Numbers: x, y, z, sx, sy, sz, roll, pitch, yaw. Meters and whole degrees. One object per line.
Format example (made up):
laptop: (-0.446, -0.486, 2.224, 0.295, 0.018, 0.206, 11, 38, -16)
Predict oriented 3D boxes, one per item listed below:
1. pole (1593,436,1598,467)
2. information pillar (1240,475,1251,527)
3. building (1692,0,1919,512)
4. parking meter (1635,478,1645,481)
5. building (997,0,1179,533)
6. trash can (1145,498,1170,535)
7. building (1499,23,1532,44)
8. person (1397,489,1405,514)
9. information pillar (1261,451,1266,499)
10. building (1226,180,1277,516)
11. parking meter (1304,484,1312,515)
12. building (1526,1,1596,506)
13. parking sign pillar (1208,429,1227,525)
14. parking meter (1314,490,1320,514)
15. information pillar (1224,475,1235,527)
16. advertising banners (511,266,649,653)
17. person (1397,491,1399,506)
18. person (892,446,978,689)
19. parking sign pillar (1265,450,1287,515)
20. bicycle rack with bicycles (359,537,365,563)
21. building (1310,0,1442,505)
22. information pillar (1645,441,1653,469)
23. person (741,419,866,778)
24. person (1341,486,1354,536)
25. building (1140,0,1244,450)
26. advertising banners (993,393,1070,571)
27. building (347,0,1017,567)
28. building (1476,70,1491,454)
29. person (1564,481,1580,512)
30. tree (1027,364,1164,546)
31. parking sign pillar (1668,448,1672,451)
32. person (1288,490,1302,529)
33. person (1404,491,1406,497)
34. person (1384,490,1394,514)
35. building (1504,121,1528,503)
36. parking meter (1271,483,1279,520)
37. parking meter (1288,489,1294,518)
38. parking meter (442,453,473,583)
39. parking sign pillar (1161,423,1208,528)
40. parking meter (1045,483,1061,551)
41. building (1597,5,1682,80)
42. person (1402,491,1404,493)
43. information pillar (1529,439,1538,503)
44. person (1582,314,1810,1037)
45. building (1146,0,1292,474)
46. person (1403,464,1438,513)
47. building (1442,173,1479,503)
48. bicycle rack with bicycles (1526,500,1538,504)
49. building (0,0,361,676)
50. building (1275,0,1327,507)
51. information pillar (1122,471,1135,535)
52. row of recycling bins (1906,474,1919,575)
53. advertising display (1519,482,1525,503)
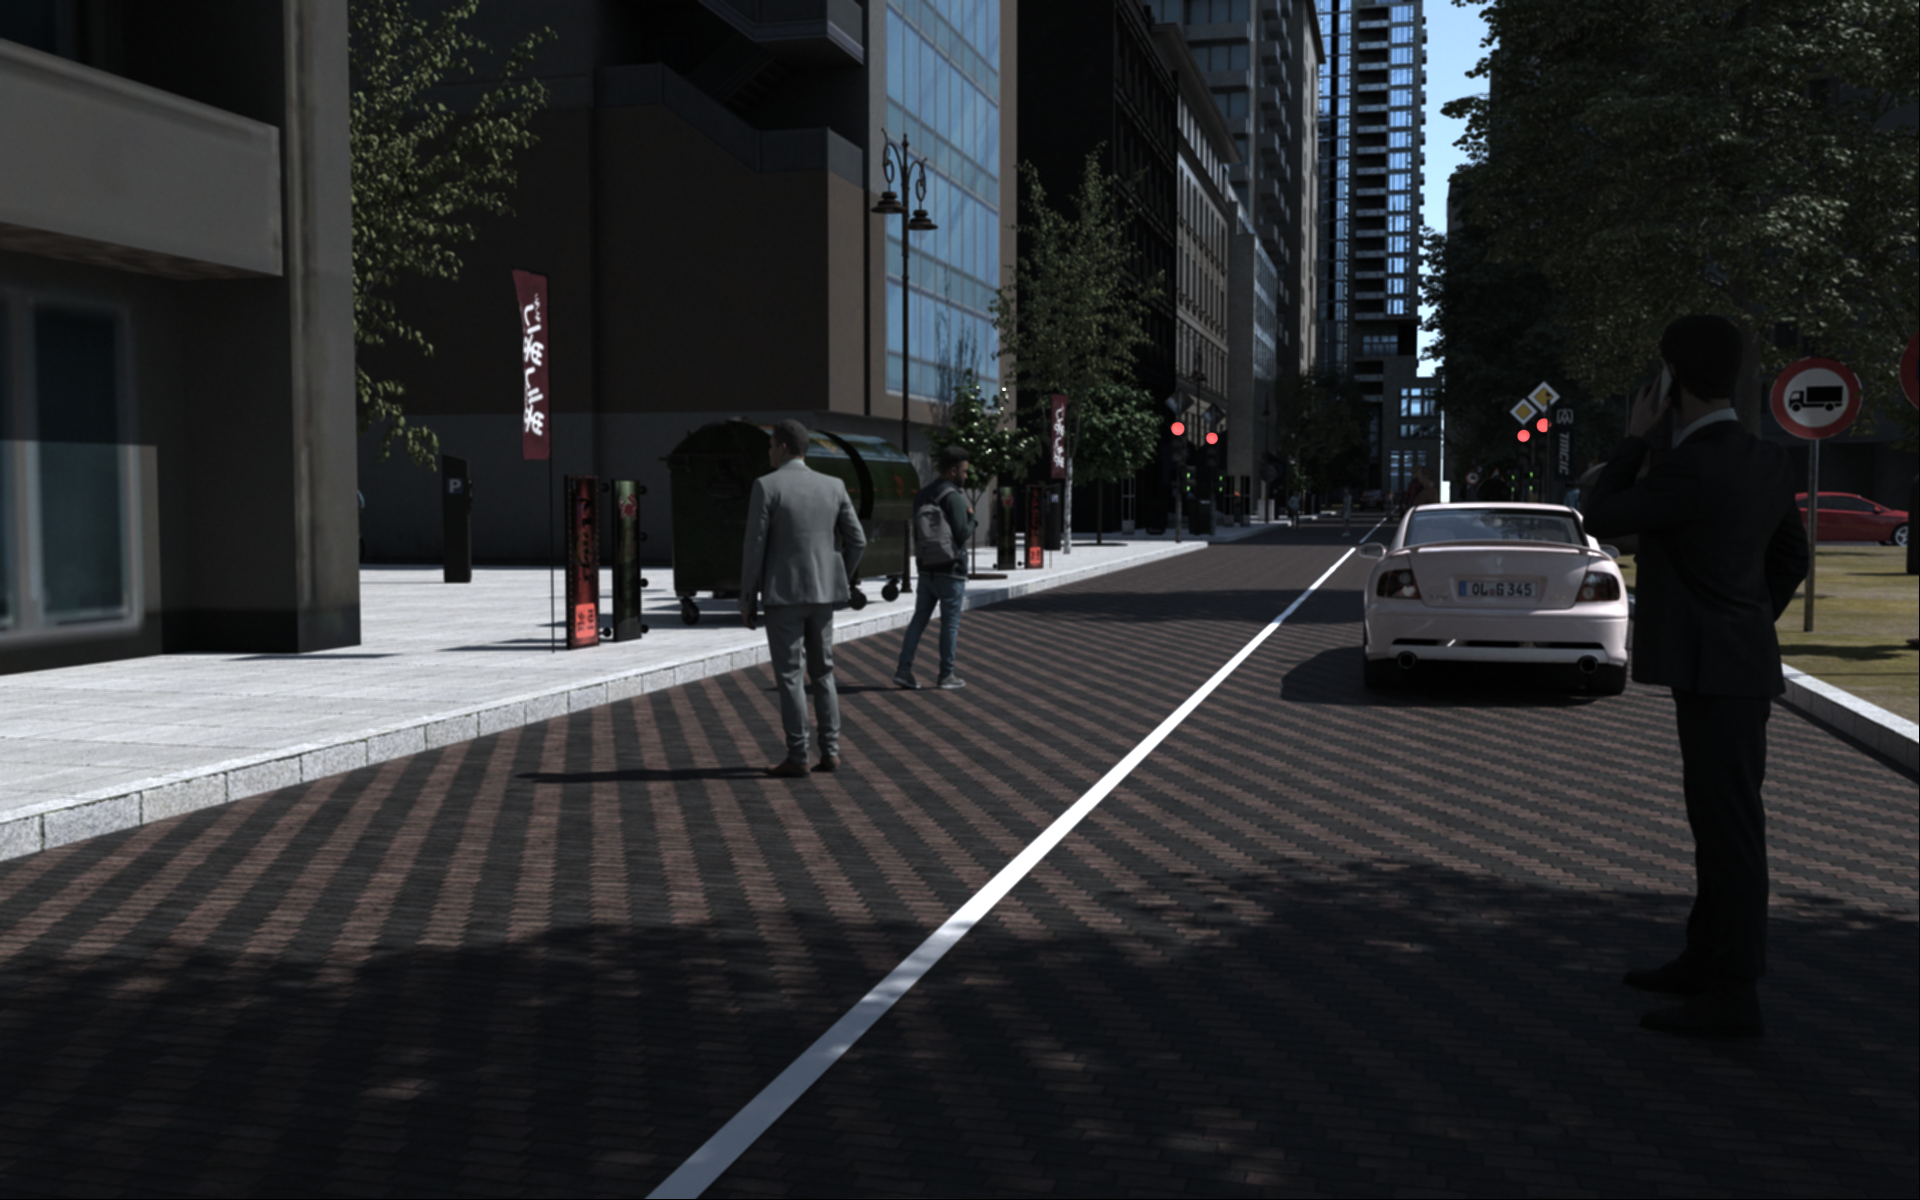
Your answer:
pole: (22.467, -4.124, 61.267, 0.158, 3.312, 0.155, 0, 3, 0)
information pillar: (11.217, -3.888, 68.058, 0.304, 2.012, 0.304, -1, 4, -18)
building: (39.345, -22.579, 61.045, 23.993, 40.220, 32.217, 1, 4, 15)
parking meter: (16.526, -2.224, 42.072, 0.255, 1.863, 0.399, 1, 4, 17)
building: (1.013, -14.411, 65.297, 12.332, 23.373, 15.834, 1, 4, 15)
trash can: (6.141, -2.610, 54.320, 0.748, 1.137, 0.748, 0, 3, 0)
building: (52.863, -28.379, 147.583, 14.154, 41.232, 14.086, 1, 4, 15)
person: (32.132, -7.170, 126.179, 0.683, 1.767, 0.568, 2, 4, 34)
information pillar: (16.561, -6.289, 94.186, 0.183, 3.616, 0.504, -2, 4, -27)
building: (14.318, -15.669, 110.945, 10.420, 20.320, 16.860, 1, 4, 15)
parking meter: (21.050, -6.054, 104.701, 0.399, 1.863, 0.255, -1, 4, -17)
building: (43.914, -28.142, 110.240, 14.600, 45.320, 14.200, 1, 4, 15)
parking sign pillar: (10.371, -5.089, 71.683, 1.447, 3.967, 1.447, 0, 4, -4)
parking meter: (23.245, -6.379, 112.706, 0.372, 1.533, 0.369, 0, 3, 0)
information pillar: (10.540, -3.872, 67.796, 0.304, 2.012, 0.304, 2, 4, 34)
advertising banners: (-3.130, -1.113, 14.378, 0.090, 3.025, 2.074, 1, 4, 18)
person: (47.993, -11.016, 189.280, 0.621, 1.740, 0.551, -3, 4, -37)
person: (-0.137, -0.237, 12.723, 0.623, 1.781, 0.721, 3, 4, 36)
parking sign pillar: (19.248, -7.166, 105.632, 1.447, 3.967, 1.447, 1, 4, 18)
bicycle rack with bicycles: (-11.707, -1.004, 29.804, 2.925, 0.926, 2.852, -3, 5, -40)
building: (45.710, -55.535, 220.668, 31.000, 86.520, 22.319, 1, 4, 15)
information pillar: (29.483, -5.066, 74.181, 0.183, 3.616, 0.504, 0, 4, -6)
person: (-0.813, -0.014, 8.831, 0.635, 1.810, 0.391, -3, 5, -41)
person: (13.262, -3.049, 59.361, 0.522, 1.701, 0.512, 0, 4, -7)
building: (4.914, -15.613, 88.552, 16.112, 22.955, 30.059, 1, 4, 15)
advertising banners: (1.248, -2.044, 29.613, 0.090, 3.025, 2.074, 3, 5, 40)
building: (-7.213, -23.654, 36.858, 14.200, 45.320, 14.600, 1, 4, 15)
building: (56.209, -29.214, 161.241, 14.154, 41.232, 14.086, 1, 4, 15)
person: (16.369, -2.278, 46.094, 0.601, 1.785, 0.444, 2, 4, 31)
tree: (3.396, -3.637, 43.178, 4.285, 4.588, 4.351, 0, 3, 0)
parking sign pillar: (34.158, -5.767, 82.767, 1.447, 3.967, 1.447, -3, 5, -44)
person: (13.682, -3.698, 70.777, 0.589, 1.601, 0.330, -1, 4, -23)
person: (44.143, -9.941, 171.713, 1.217, 1.739, 0.721, 1, 4, 19)
person: (30.135, -6.895, 121.828, 0.593, 1.750, 0.643, -1, 4, -13)
building: (49.536, -22.161, 134.040, 14.160, 30.474, 14.107, 1, 4, 15)
parking meter: (15.722, -4.940, 86.473, 0.399, 1.863, 0.255, 0, 4, 8)
parking meter: (17.960, -5.230, 93.922, 0.372, 1.533, 0.369, 0, 3, 0)
parking meter: (-7.249, -1.180, 25.010, 0.399, 1.863, 0.255, 0, 4, -7)
parking sign pillar: (8.254, -4.705, 65.394, 1.447, 3.967, 1.447, 3, 5, 39)
parking meter: (2.111, -1.894, 39.375, 0.372, 1.533, 0.369, 0, 3, 0)
building: (39.774, -19.402, 88.920, 14.160, 30.474, 14.107, 1, 4, 15)
person: (48.899, -11.152, 190.923, 0.705, 1.812, 1.348, 0, 4, -6)
information pillar: (20.600, -4.332, 62.190, 0.183, 3.616, 0.504, 0, 4, 4)
person: (1.971, 0.195, 4.681, 0.474, 1.900, 0.648, 3, 4, 38)
building: (15.514, -32.062, 143.817, 23.786, 49.044, 30.456, 1, 4, 15)
person: (6.109, -0.882, 22.897, 0.573, 1.828, 0.580, -2, 4, -26)
building: (66.663, -32.327, 212.142, 14.086, 41.232, 14.154, 1, 4, 15)
bicycle rack with bicycles: (33.031, -5.235, 98.973, 2.925, 0.926, 2.852, -1, 4, -21)
building: (-18.038, -23.368, 5.762, 21.300, 48.544, 21.600, 1, 4, 15)
building: (24.376, -36.508, 186.150, 27.495, 52.752, 28.713, 1, 4, 15)
information pillar: (5.304, -3.062, 54.555, 0.304, 2.012, 0.304, 2, 4, 35)
row of recycling bins: (16.968, -1.269, 27.866, 3.534, 1.692, 1.069, -1, 4, -12)
advertising display: (26.294, -4.640, 81.080, 0.123, 1.923, 0.974, 2, 4, 28)
